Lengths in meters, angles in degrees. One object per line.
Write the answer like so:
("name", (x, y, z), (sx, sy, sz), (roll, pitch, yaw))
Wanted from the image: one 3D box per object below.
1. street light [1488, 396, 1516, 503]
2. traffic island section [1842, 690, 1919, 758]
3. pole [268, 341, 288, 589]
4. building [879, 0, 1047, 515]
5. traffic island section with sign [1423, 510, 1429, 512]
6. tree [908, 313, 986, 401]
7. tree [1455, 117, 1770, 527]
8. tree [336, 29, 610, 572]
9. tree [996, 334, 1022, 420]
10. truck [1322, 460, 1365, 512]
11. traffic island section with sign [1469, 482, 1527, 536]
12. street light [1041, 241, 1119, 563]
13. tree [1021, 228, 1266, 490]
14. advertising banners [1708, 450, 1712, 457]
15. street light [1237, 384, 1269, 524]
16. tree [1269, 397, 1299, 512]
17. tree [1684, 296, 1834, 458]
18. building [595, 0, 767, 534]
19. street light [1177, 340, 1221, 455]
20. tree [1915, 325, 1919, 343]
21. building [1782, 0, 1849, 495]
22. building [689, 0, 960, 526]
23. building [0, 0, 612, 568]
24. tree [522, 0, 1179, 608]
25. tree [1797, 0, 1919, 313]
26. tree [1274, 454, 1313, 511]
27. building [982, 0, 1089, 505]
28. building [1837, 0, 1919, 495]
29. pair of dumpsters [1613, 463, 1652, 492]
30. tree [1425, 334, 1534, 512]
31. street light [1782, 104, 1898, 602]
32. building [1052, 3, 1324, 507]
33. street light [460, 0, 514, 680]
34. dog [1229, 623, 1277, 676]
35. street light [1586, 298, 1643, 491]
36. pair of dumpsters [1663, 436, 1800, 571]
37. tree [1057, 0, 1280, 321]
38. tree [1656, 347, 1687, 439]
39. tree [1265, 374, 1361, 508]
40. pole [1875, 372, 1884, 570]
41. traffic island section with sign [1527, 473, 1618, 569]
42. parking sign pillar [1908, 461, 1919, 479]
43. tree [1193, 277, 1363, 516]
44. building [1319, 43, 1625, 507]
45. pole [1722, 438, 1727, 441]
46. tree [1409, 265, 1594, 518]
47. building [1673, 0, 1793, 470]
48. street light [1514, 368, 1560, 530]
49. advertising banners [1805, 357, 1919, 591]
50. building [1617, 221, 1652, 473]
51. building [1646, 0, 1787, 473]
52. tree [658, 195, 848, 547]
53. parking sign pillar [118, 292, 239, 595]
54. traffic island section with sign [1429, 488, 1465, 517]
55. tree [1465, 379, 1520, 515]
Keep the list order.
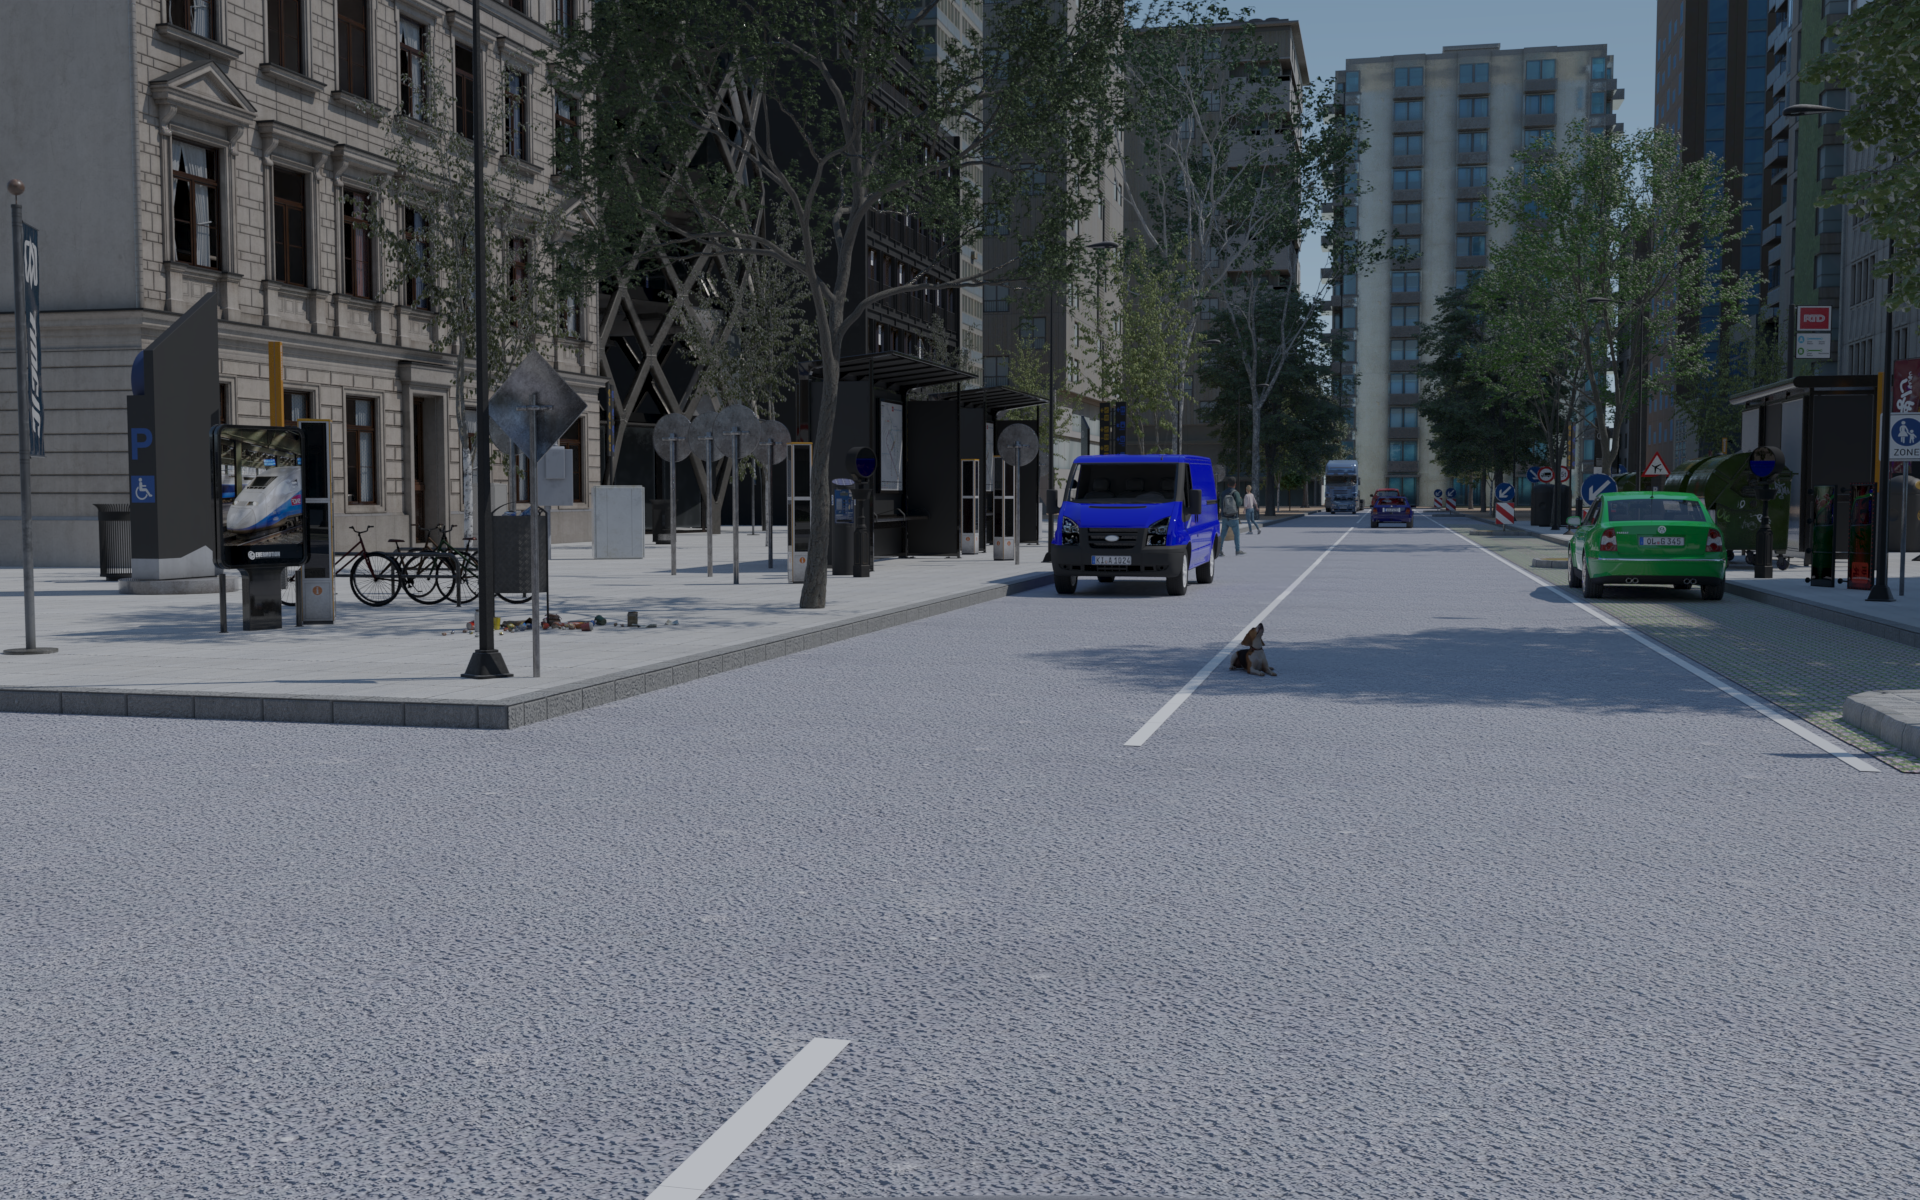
("street light", (25.615, -6.682, 81.791), (1.470, 5.913, 1.316), (1, 4, 14))
("traffic island section", (6.327, 0.761, 9.840), (2.009, 0.180, 2.903), (1, 4, 14))
("pole", (-9.160, -1.799, 23.264), (0.158, 3.312, 0.155), (0, 3, 0))
("building", (-11.914, -25.177, 103.531), (32.217, 40.220, 23.993), (1, 4, 14))
("traffic island section with sign", (37.337, -7.774, 135.735), (1.989, 1.847, 2.006), (1, 4, 14))
("tree", (-0.412, -7.317, 69.988), (4.360, 8.622, 3.978), (0, 3, 0))
("tree", (17.672, -7.412, 46.943), (9.928, 11.665, 9.643), (0, 3, 0))
("tree", (-7.898, -4.778, 28.489), (4.360, 8.622, 3.978), (0, 3, 0))
("tree", (3.371, -7.855, 78.791), (4.737, 8.622, 4.395), (0, 3, 0))
("truck", (31.824, -9.364, 142.852), (2.967, 4.110, 18.799), (1, 4, 15))
("traffic island section with sign", (18.677, -3.136, 59.900), (1.989, 1.847, 2.006), (1, 4, 14))
("street light", (2.225, -3.643, 32.106), (1.470, 5.913, 1.316), (1, 4, 14))
("tree", (4.966, -5.920, 47.154), (4.737, 8.622, 4.395), (0, 3, 0))
("advertising banners", (29.935, -4.495, 69.680), (0.090, 3.025, 2.074), (1, 4, 9))
("street light", (12.337, -6.164, 73.318), (1.470, 5.913, 1.316), (1, 4, 14))
("tree", (22.060, -10.424, 120.797), (4.737, 8.622, 4.395), (0, 3, 0))
("tree", (30.594, -7.040, 65.474), (4.737, 8.622, 4.395), (0, 3, 0))
("building", (-15.309, -11.627, 57.554), (16.820, 18.784, 16.811), (1, 4, 14))
("street light", (7.147, -4.883, 52.386), (1.470, 5.913, 1.316), (1, 4, 14))
("tree", (29.141, -6.046, 49.212), (4.737, 8.622, 4.395), (0, 3, 0))
("building", (48.822, -24.600, 85.810), (14.154, 41.232, 14.086), (1, 4, 14))
("building", (-7.854, -15.195, 78.111), (12.332, 23.373, 15.834), (1, 4, 14))
("building", (-16.417, -10.681, 39.264), (10.561, 19.102, 19.286), (1, 4, 14))
("tree", (-1.349, -5.173, 18.996), (7.601, 10.594, 8.767), (1, 4, 23))
("tree", (11.130, -5.952, 15.448), (7.486, 12.596, 7.792), (0, 3, 0))
("tree", (25.254, -9.119, 132.816), (4.285, 4.588, 4.351), (0, 3, 0))
("building", (-1.864, -33.540, 137.610), (27.495, 52.752, 28.713), (1, 4, 14))
("building", (43.366, -15.251, 67.376), (12.078, 24.808, 19.932), (1, 4, 14))
("pair of dumpsters", (21.725, -3.244, 55.526), (1.574, 2.255, 4.437), (1, 4, 14))
("tree", (37.407, -12.467, 121.964), (7.486, 12.596, 7.792), (0, 3, 0))
("street light", (10.509, -2.946, 20.714), (1.470, 5.913, 1.316), (1, 4, 14))
("building", (26.942, -37.103, 195.869), (27.495, 52.752, 28.713), (1, 4, 14))
("street light", (-2.794, -2.403, 11.837), (1.470, 5.913, 1.316), (1, 4, 14))
("dog", (2.421, 0.379, 13.993), (0.550, 0.427, 0.748), (2, 4, 33))
("street light", (15.497, -4.186, 40.978), (1.470, 5.913, 1.316), (1, 4, 14))
("pair of dumpsters", (13.789, -1.750, 31.104), (1.574, 2.255, 4.437), (1, 4, 14))
("tree", (9.187, -12.667, 62.994), (12.611, 20.169, 13.585), (0, 3, 0))
("tree", (32.235, -7.588, 74.425), (4.737, 8.622, 4.395), (0, 3, 0))
("tree", (31.967, -14.855, 159.893), (9.611, 12.733, 9.660), (0, 3, 0))
("pole", (15.440, -2.154, 29.062), (0.158, 3.312, 0.155), (0, 3, 0))
("traffic island section with sign", (12.233, -1.535, 33.723), (1.989, 1.847, 2.006), (1, 4, 14))
("parking sign pillar", (30.901, -4.195, 57.059), (1.447, 3.967, 1.447), (1, 4, 22))
("tree", (18.326, -11.905, 101.309), (9.857, 13.997, 8.962), (0, 3, 0))
("building", (54.713, -34.732, 187.477), (30.456, 49.044, 23.786), (1, 4, 14))
("pole", (27.697, -4.219, 62.818), (0.158, 3.312, 0.155), (0, 3, 0))
("tree", (29.278, -11.465, 94.106), (9.857, 13.997, 8.962), (0, 3, 0))
("building", (58.781, -48.481, 105.334), (22.319, 86.520, 31.000), (1, 4, 14))
("street light", (20.635, -5.442, 61.511), (1.470, 5.913, 1.316), (1, 4, 14))
("advertising banners", (12.057, -1.648, 23.135), (0.090, 3.025, 2.074), (-1, 4, -11))
("building", (75.294, -24.794, 177.076), (14.107, 30.474, 14.160), (1, 4, 14))
("building", (60.175, -29.328, 129.632), (14.600, 45.320, 14.200), (1, 4, 14))
("tree", (-4.916, -5.609, 42.072), (4.360, 8.622, 3.978), (0, 3, 0))
("parking sign pillar", (-10.239, -2.087, 22.601), (1.447, 3.967, 1.447), (1, 4, 13))
("traffic island section with sign", (30.833, -6.157, 109.287), (1.989, 1.847, 2.006), (1, 4, 14))
("tree", (31.943, -9.387, 103.838), (4.737, 8.622, 4.395), (0, 3, 0))
